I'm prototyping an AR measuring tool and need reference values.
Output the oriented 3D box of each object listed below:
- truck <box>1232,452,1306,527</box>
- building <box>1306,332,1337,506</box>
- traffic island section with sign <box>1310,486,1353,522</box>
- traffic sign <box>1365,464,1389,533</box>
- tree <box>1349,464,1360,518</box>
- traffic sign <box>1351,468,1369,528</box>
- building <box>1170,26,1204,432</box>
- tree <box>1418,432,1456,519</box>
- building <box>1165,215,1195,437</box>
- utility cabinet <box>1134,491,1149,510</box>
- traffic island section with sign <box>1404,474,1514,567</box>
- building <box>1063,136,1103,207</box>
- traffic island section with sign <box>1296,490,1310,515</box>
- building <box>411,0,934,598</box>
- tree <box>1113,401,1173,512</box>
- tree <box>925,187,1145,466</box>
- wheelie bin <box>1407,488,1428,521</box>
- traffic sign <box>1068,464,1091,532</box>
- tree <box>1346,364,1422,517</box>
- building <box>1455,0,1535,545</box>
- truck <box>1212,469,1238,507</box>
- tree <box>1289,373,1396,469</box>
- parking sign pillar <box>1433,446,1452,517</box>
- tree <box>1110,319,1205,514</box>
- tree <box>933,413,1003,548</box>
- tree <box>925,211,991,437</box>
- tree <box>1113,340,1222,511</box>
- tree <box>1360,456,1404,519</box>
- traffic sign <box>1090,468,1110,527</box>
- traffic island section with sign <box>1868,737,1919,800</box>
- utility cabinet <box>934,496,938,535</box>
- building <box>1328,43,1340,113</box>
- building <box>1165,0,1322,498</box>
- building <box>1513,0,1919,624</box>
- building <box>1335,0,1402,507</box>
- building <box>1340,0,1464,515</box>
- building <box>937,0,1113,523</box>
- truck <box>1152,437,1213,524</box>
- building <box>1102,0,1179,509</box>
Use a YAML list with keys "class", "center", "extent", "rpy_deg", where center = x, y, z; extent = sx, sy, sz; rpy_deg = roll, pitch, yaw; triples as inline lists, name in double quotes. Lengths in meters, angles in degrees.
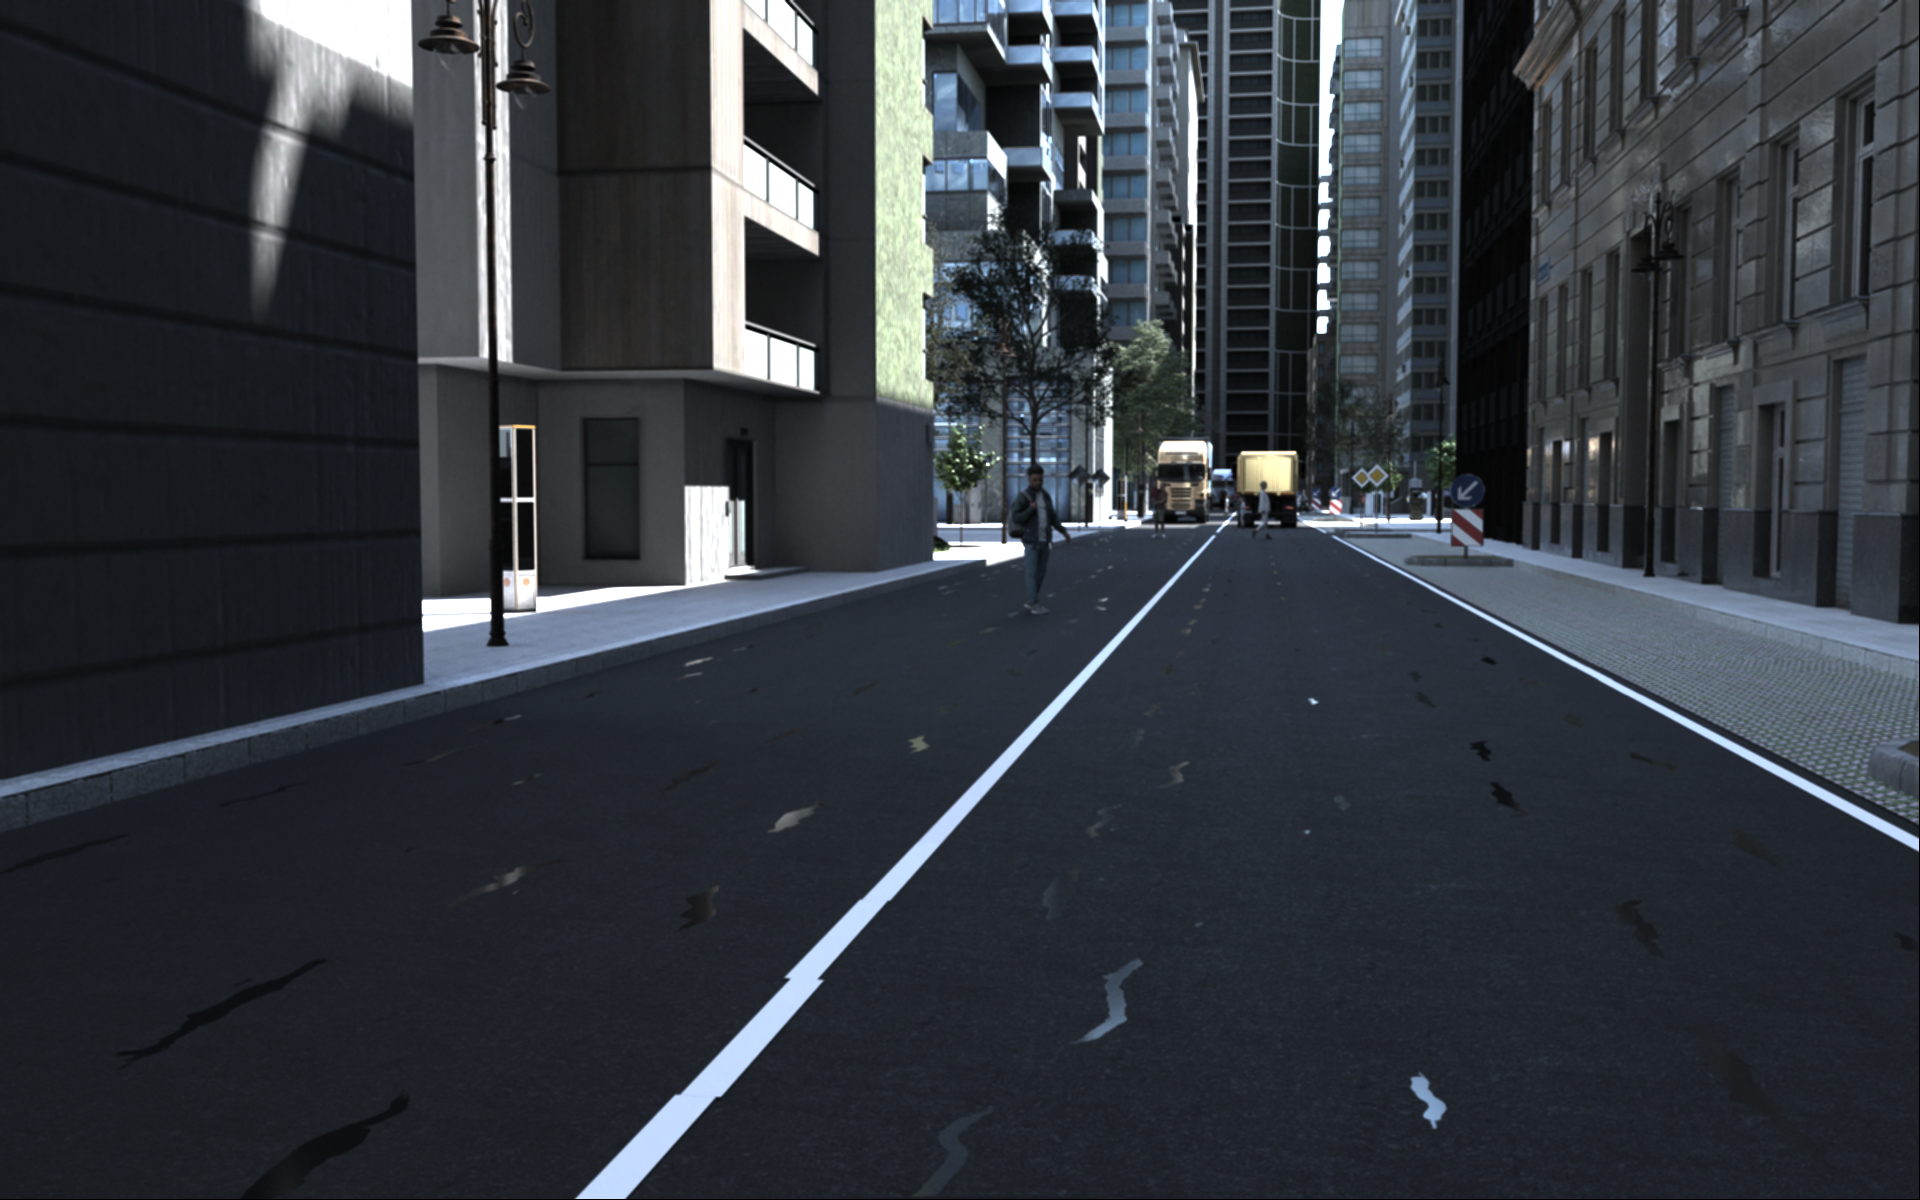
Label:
- class: "truck"
  center: [13.877, -5.020, 77.996]
  extent: [3.469, 3.379, 9.791]
  rpy_deg: [1, 4, 10]
- class: "building"
  center: [54.059, -21.552, 197.421]
  extent: [27.650, 21.520, 28.899]
  rpy_deg: [1, 4, 10]
- class: "traffic island section with sign"
  center: [19.234, -4.940, 89.389]
  extent: [1.989, 1.847, 2.006]
  rpy_deg: [1, 4, 10]
- class: "traffic sign"
  center: [13.758, -3.275, 57.189]
  extent: [0.795, 2.450, 0.064]
  rpy_deg: [1, 4, 10]
- class: "tree"
  center: [22.244, -6.118, 94.636]
  extent: [1.663, 3.219, 1.824]
  rpy_deg: [0, 3, 0]
- class: "traffic sign"
  center: [15.089, -3.757, 65.063]
  extent: [0.795, 2.450, 0.064]
  rpy_deg: [1, 4, 10]
- class: "building"
  center: [14.282, -37.593, 203.892]
  extent: [27.495, 52.752, 28.713]
  rpy_deg: [1, 4, 10]
- class: "tree"
  center: [25.762, -6.553, 90.848]
  extent: [4.285, 4.588, 4.351]
  rpy_deg: [0, 3, 0]
- class: "building"
  center: [16.848, -24.923, 179.195]
  extent: [14.160, 30.474, 14.107]
  rpy_deg: [1, 4, 10]
- class: "utility cabinet"
  center: [14.046, -7.671, 134.092]
  extent: [1.173, 1.500, 0.318]
  rpy_deg: [-1, 4, -21]
- class: "traffic island section with sign"
  center: [10.028, -1.610, 34.952]
  extent: [1.989, 1.847, 2.006]
  rpy_deg: [1, 4, 10]
- class: "building"
  center: [2.484, -21.454, 122.469]
  extent: [14.160, 30.474, 14.107]
  rpy_deg: [1, 4, 10]
- class: "traffic island section with sign"
  center: [23.767, -6.580, 116.208]
  extent: [1.989, 1.847, 2.006]
  rpy_deg: [1, 4, 10]
- class: "building"
  center: [-8.569, -20.980, 26.621]
  extent: [14.154, 41.232, 14.086]
  rpy_deg: [1, 4, 10]
- class: "tree"
  center: [12.932, -10.473, 121.598]
  extent: [4.360, 8.622, 3.978]
  rpy_deg: [0, 3, 0]
- class: "tree"
  center: [2.066, -7.277, 53.393]
  extent: [7.601, 10.594, 8.767]
  rpy_deg: [0, 4, -6]
- class: "wheelie bin"
  center: [22.023, -4.621, 83.456]
  extent: [0.980, 1.594, 0.693]
  rpy_deg: [1, 4, 17]
- class: "traffic sign"
  center: [4.054, -3.376, 58.844]
  extent: [0.795, 2.450, 0.064]
  rpy_deg: [1, 4, 10]
- class: "tree"
  center: [24.022, -9.071, 98.681]
  extent: [4.360, 8.622, 3.978]
  rpy_deg: [0, 3, 0]
- class: "building"
  center: [20.999, -13.318, 47.422]
  extent: [12.332, 23.373, 15.834]
  rpy_deg: [1, 4, 10]
- class: "truck"
  center: [29.968, -12.555, 195.033]
  extent: [2.967, 4.110, 18.799]
  rpy_deg: [1, 4, 11]
- class: "tree"
  center: [29.469, -12.093, 132.131]
  extent: [8.767, 10.594, 7.601]
  rpy_deg: [0, 4, 6]
- class: "parking sign pillar"
  center: [27.003, -6.575, 95.968]
  extent: [1.447, 3.967, 1.447]
  rpy_deg: [1, 4, 21]
- class: "tree"
  center: [11.971, -11.873, 112.244]
  extent: [7.486, 12.596, 7.792]
  rpy_deg: [0, 3, 0]
- class: "tree"
  center: [-0.068, -2.881, 41.701]
  extent: [1.663, 3.219, 1.824]
  rpy_deg: [0, 3, 0]
- class: "tree"
  center: [-1.234, -5.846, 45.951]
  extent: [4.360, 8.622, 3.978]
  rpy_deg: [0, 3, 0]
- class: "tree"
  center: [15.082, -13.719, 134.672]
  extent: [12.009, 13.543, 11.850]
  rpy_deg: [0, 3, 0]
- class: "tree"
  center: [21.626, -5.723, 88.176]
  extent: [1.663, 3.219, 1.824]
  rpy_deg: [0, 3, 0]
- class: "traffic sign"
  center: [5.385, -3.858, 66.718]
  extent: [0.795, 2.450, 0.064]
  rpy_deg: [1, 4, 10]
- class: "traffic island section with sign"
  center: [5.487, 0.033, 8.091]
  extent: [1.989, 1.847, 2.006]
  rpy_deg: [1, 4, 10]
- class: "utility cabinet"
  center: [-1.161, -2.342, 49.450]
  extent: [1.020, 1.237, 0.306]
  rpy_deg: [-1, 4, -21]
- class: "building"
  center: [47.129, -33.523, 167.707]
  extent: [23.786, 49.044, 30.456]
  rpy_deg: [1, 4, 10]
- class: "building"
  center: [37.386, -48.490, 231.056]
  extent: [20.611, 71.187, 20.563]
  rpy_deg: [1, 4, 10]
- class: "building"
  center: [16.840, -14.067, 27.262]
  extent: [12.463, 27.353, 25.104]
  rpy_deg: [1, 4, 10]
- class: "building"
  center: [38.815, -28.251, 145.498]
  extent: [14.154, 41.232, 14.086]
  rpy_deg: [1, 4, 10]
- class: "building"
  center: [41.721, -25.742, 112.767]
  extent: [32.217, 40.220, 23.993]
  rpy_deg: [1, 4, 10]
- class: "building"
  center: [-2.567, -47.585, 90.681]
  extent: [22.319, 86.520, 31.000]
  rpy_deg: [1, 4, 10]
- class: "truck"
  center: [11.391, -6.038, 87.629]
  extent: [2.839, 4.237, 11.283]
  rpy_deg: [1, 4, 10]
- class: "building"
  center: [8.254, -32.900, 157.521]
  extent: [23.786, 49.044, 30.456]
  rpy_deg: [1, 4, 10]
